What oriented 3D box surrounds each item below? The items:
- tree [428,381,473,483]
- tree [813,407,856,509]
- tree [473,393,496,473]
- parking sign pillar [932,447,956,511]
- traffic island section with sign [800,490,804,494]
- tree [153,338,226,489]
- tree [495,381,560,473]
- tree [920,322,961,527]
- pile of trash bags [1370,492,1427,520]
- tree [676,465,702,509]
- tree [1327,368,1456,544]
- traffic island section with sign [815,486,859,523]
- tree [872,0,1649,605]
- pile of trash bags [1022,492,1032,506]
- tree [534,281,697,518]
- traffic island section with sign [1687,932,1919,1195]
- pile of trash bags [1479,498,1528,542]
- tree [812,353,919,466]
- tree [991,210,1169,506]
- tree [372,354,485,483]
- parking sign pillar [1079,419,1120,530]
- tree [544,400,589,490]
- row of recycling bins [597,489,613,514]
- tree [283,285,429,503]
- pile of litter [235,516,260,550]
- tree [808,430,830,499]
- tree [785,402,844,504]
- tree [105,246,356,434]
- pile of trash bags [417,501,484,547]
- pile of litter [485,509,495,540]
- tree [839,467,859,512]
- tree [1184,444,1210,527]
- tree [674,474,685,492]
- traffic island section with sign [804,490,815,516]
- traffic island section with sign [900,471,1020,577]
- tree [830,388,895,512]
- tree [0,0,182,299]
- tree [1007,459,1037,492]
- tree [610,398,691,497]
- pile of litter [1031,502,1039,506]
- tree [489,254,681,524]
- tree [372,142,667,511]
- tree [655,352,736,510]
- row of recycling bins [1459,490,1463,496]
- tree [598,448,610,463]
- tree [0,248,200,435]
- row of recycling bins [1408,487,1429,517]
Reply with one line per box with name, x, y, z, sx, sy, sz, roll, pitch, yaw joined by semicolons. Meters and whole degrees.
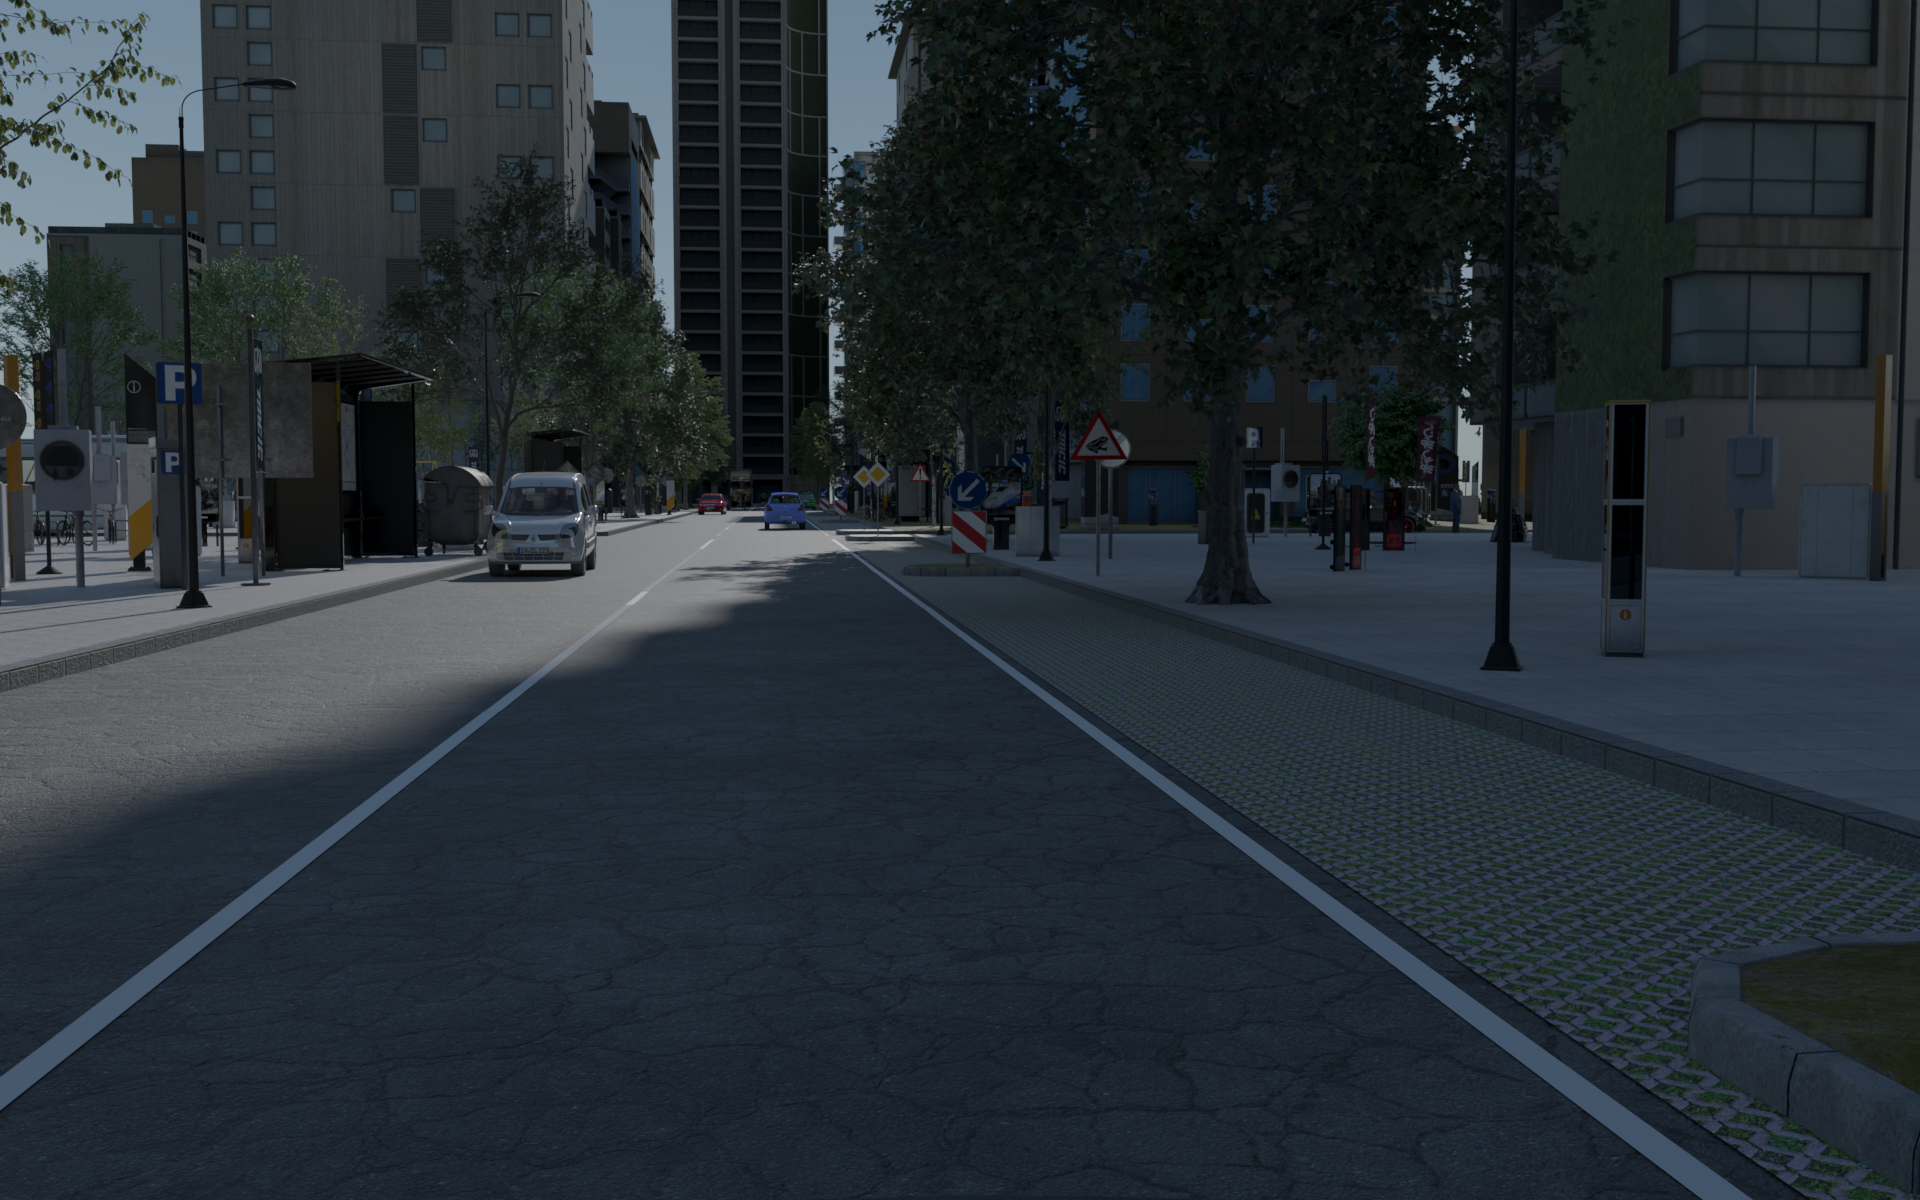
tree;-29.751;-8.839;94.884;4.360;8.622;3.978;0;3;0
tree;-10.573;-11.985;146.317;4.360;8.622;3.978;0;3;0
tree;-32.693;-10.286;118.537;4.360;8.622;3.978;0;3;0
parking sign pillar;-0.920;-6.772;99.195;1.447;3.967;1.447;-1;4;-15
traffic island section with sign;-14.416;-9.425;162.729;1.989;1.847;2.006;0;4;-6
tree;-36.271;-8.093;82.684;4.737;8.622;4.395;0;3;0
tree;-27.973;-9.992;113.737;4.360;8.622;3.978;0;3;0
tree;-0.802;-7.205;68.168;4.360;8.622;3.978;0;3;0
pile of trash bags;16.964;-3.597;68.568;3.447;1.369;1.912;-3;5;-41
tree;-24.217;-10.245;151.225;4.285;4.588;4.351;0;3;0
tree;11.220;-3.752;45.058;4.285;4.588;4.351;0;3;0
traffic island section with sign;-6.043;-4.725;85.876;1.989;1.847;2.006;0;4;-6
tree;3.045;-6.303;20.067;9.611;12.733;9.660;0;3;0
pile of trash bags;2.180;-3.969;74.645;1.912;1.369;3.447;-2;4;-25
tree;-17.725;-10.715;92.202;9.611;12.733;9.660;0;3;0
traffic island section with sign;2.877;0.282;4.019;1.989;1.847;2.006;0;4;-6
pile of trash bags;15.761;-2.209;45.871;3.447;1.369;1.912;3;5;39
tree;-5.460;-10.497;106.038;7.601;10.594;8.767;1;4;8
tree;2.090;-5.282;36.730;4.737;8.622;4.395;0;3;0
tree;-27.050;-8.524;89.737;4.737;8.622;4.395;0;3;0
parking sign pillar;5.018;-4.509;62.196;1.447;3.967;1.447;-1;4;-16
tree;-26.571;-10.340;119.427;4.737;8.622;4.395;0;3;0
row of recycling bins;-23.906;-6.568;114.496;1.069;1.692;3.534;0;4;8
tree;-22.281;-6.835;62.122;4.360;8.622;3.978;0;3;0
pile of litter;-16.229;-1.616;40.393;1.176;0.858;1.719;-3;4;-39
tree;-13.617;-14.226;182.952;4.737;8.622;4.395;0;3;0
tree;-17.905;-18.031;212.936;7.486;12.596;7.792;0;3;0
tree;-29.263;-8.937;71.868;9.928;11.665;9.643;0;3;0
pile of trash bags;-12.957;-2.079;43.749;1.912;1.369;3.447;0;4;-5
pile of litter;-13.746;-2.146;49.056;1.176;0.858;1.719;2;4;32
tree;-7.675;-7.858;123.076;1.663;3.219;1.824;0;3;0
tree;9.512;-4.435;67.109;1.663;3.219;1.824;0;3;0
tree;-21.719;-8.267;129.765;1.663;3.219;1.824;0;3;0
traffic island section with sign;-8.987;-6.379;112.920;1.989;1.847;2.006;0;4;-6
traffic island section with sign;-0.043;-1.357;30.816;1.989;1.847;2.006;0;4;-6
tree;-4.791;-9.049;98.313;4.737;8.622;4.395;0;3;0
tree;-8.376;-3.826;12.924;4.360;8.622;3.978;0;3;0
tree;2.553;-5.204;79.686;1.663;3.219;1.824;0;3;0
tree;-19.018;-9.752;109.805;4.360;8.622;3.978;0;3;0
pile of litter;4.164;-5.091;97.196;1.719;0.858;1.176;1;4;18
tree;-16.208;-9.138;75.169;9.928;11.665;9.643;0;3;0
tree;-12.112;-6.824;45.982;7.601;10.594;8.767;1;4;22
tree;-21.855;-13.449;138.014;7.486;12.596;7.792;0;3;0
row of recycling bins;38.134;-7.834;135.200;1.069;1.692;3.534;-1;4;-12
tree;-27.305;-10.894;128.475;4.360;8.622;3.978;0;3;0
tree;-37.610;-8.997;72.863;9.928;11.665;9.643;0;3;0
row of recycling bins;25.373;-5.457;96.330;1.069;1.692;3.534;2;4;27
